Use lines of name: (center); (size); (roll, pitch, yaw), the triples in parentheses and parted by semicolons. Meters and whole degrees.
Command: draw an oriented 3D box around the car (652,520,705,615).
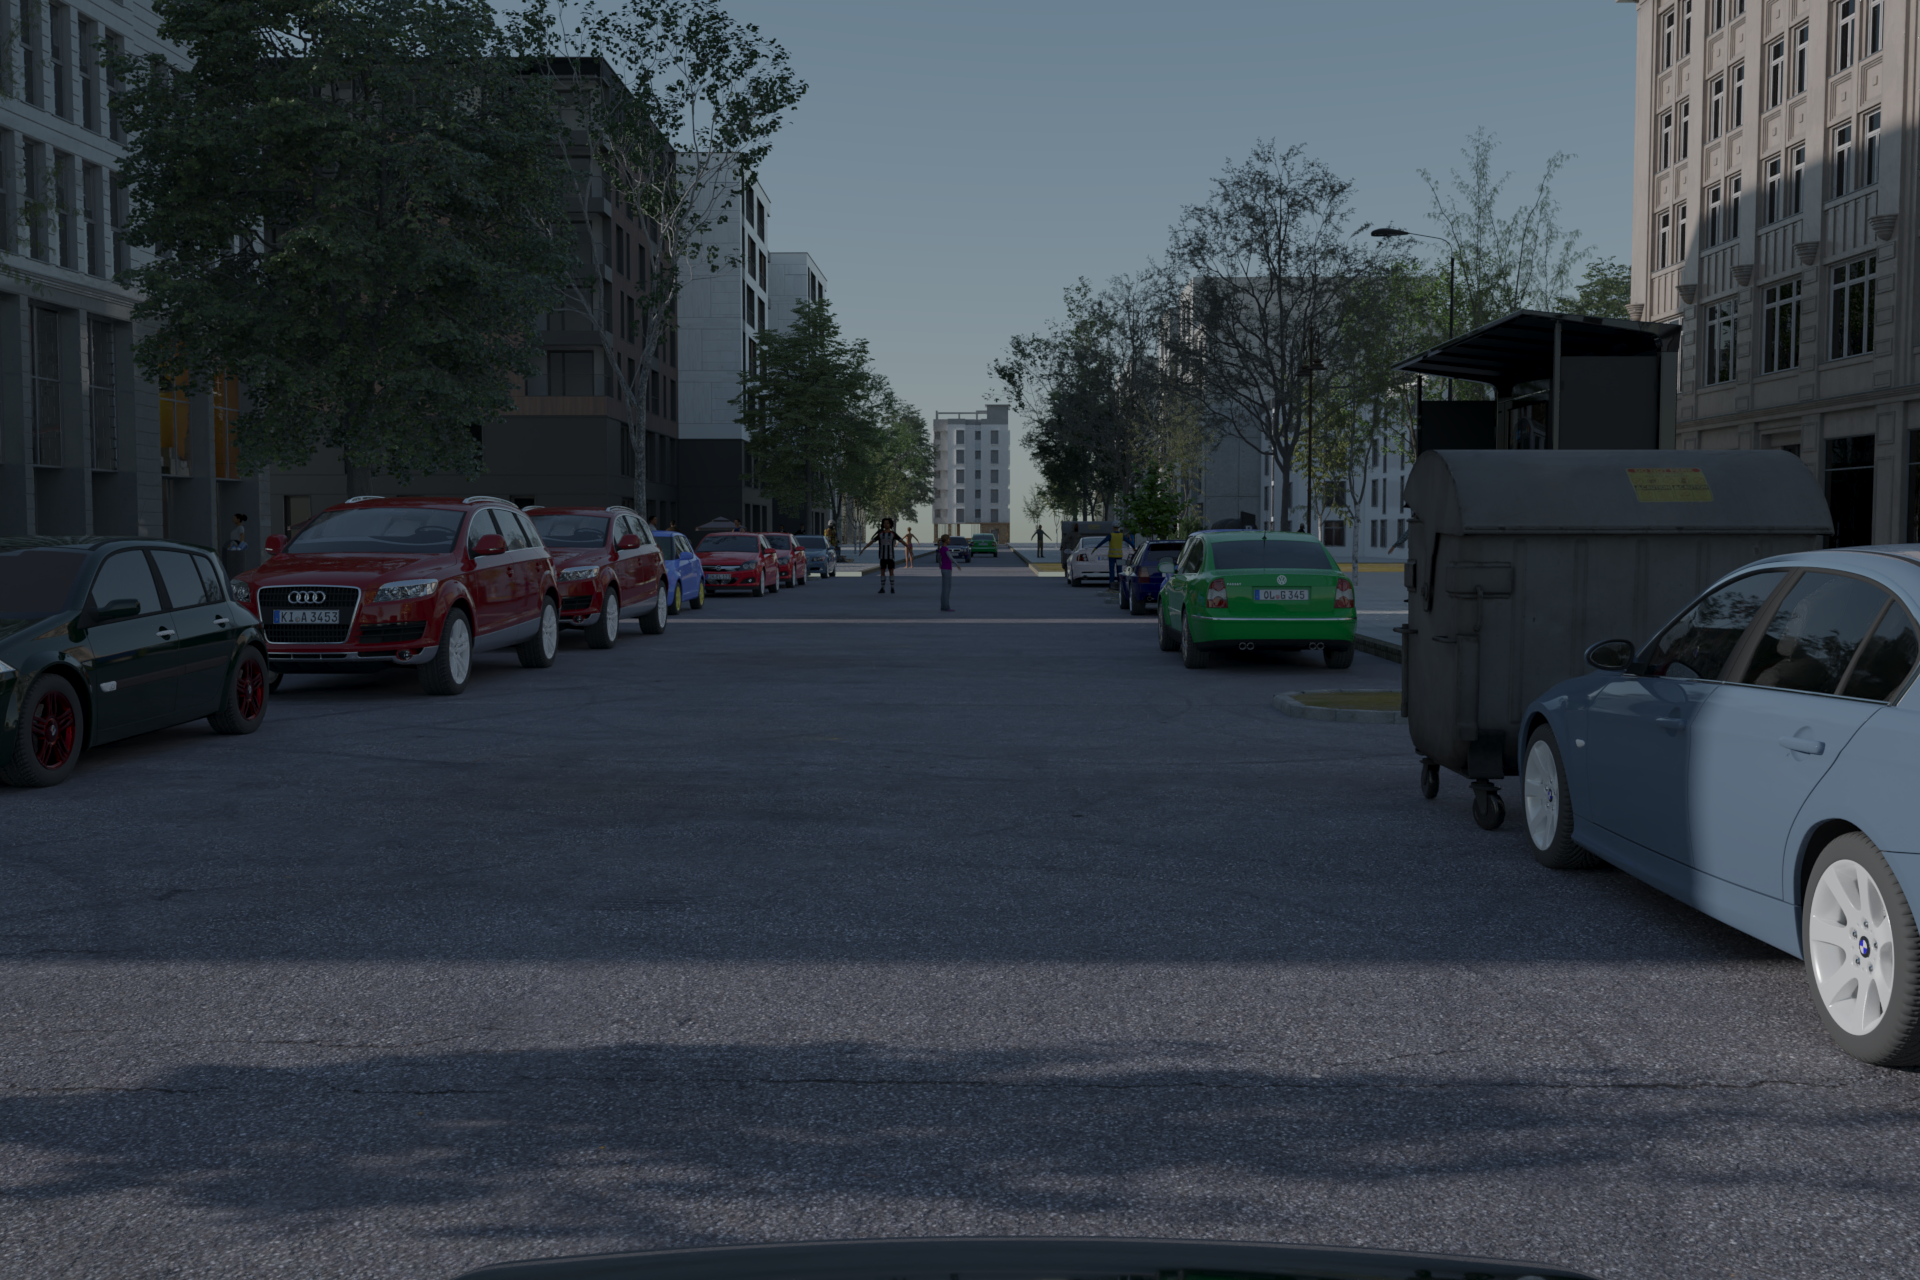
car: (-5.781, -1.356, 31.769); (1.945, 1.707, 3.694); (0, 4, 1)

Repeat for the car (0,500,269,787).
car: (-5.951, -0.077, 11.044); (2.009, 1.686, 4.222); (0, 4, 1)

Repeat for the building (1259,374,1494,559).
building: (23.637, -9.543, 98.174); (9.099, 9.664, 28.070); (0, 4, 1)

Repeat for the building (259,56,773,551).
building: (-25.672, -15.101, 90.877); (27.936, 21.610, 32.646); (0, 4, 0)

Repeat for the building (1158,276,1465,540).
building: (24.524, -15.976, 127.668); (16.747, 18.905, 31.486); (0, 4, 1)

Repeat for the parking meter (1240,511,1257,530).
parking meter: (7.327, -2.342, 44.009); (0.399, 1.863, 0.255); (0, 4, 1)

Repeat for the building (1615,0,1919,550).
building: (28.279, -14.552, 49.954); (10.469, 25.551, 25.511); (0, 4, 1)

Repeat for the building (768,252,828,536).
building: (-25.040, -17.129, 124.027); (27.936, 21.610, 32.646); (0, 4, 1)

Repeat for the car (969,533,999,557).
car: (1.453, -6.076, 108.139); (1.959, 1.807, 4.718); (0, 4, 1)

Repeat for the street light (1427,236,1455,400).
street light: (8.017, -3.295, 26.418); (1.470, 5.913, 1.316); (0, 4, 1)

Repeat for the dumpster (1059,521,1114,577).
dumpster: (4.236, -3.000, 57.264); (1.865, 1.857, 1.264); (0, 4, 1)

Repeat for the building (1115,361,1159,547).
building: (25.673, -19.289, 181.839); (16.747, 18.905, 31.486); (0, 4, 1)

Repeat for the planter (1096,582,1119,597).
planter: (4.191, -1.172, 40.303); (1.991, 0.319, 1.994); (0, 4, 0)

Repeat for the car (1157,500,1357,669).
car: (3.299, -0.673, 19.794); (1.959, 1.807, 4.718); (0, 4, 1)

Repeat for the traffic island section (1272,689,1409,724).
traffic island section: (3.593, 0.539, 14.056); (1.991, 0.108, 1.994); (0, 4, 1)

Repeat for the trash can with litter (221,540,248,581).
trash can with litter: (-9.176, -0.704, 22.571); (1.678, 1.210, 2.233); (0, 4, 2)

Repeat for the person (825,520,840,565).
person: (-5.184, -3.949, 70.330); (0.705, 1.858, 1.354); (1, 4, 14)

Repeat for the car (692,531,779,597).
car: (-5.348, -1.942, 40.791); (2.155, 1.783, 4.494); (0, 4, 1)

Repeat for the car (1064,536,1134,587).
car: (3.966, -2.196, 48.261); (2.083, 1.381, 4.827); (0, 4, 1)

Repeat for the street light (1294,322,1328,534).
street light: (7.669, -3.986, 37.963); (0.468, 5.910, 1.993); (0, 4, 1)

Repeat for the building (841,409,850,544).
building: (-23.684, -23.223, 210.628); (19.493, 23.208, 18.063); (0, 4, 0)

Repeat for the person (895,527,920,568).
person: (-2.190, -3.903, 73.072); (1.217, 1.733, 0.721); (-2, 4, -35)

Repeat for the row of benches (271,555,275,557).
row of benches: (-27.216, -3.008, 64.650); (4.104, 0.672, 1.422); (0, 4, -8)

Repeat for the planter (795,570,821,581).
planter: (-5.340, -1.993, 53.719); (1.991, 0.319, 1.994); (0, 4, 1)

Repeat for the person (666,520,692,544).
person: (-10.904, -3.659, 65.955); (1.346, 1.812, 0.704); (0, 4, 6)

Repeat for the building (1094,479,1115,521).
building: (26.277, -23.275, 211.476); (19.493, 23.208, 18.063); (0, 4, 1)

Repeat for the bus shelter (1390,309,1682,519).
bus shelter: (6.795, -1.829, 21.191); (1.731, 3.624, 6.357); (0, 4, 1)

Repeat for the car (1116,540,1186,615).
car: (3.883, -1.179, 31.849); (1.945, 1.354, 3.894); (0, 4, 1)

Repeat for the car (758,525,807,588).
car: (-5.253, -2.339, 47.282); (2.155, 1.783, 4.494); (0, 4, 1)

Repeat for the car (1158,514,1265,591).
car: (3.824, -0.916, 24.566); (1.945, 1.707, 3.694); (0, 4, 0)

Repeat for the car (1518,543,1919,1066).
car: (3.318, 0.371, 5.933); (2.014, 1.417, 4.499); (0, 4, 2)

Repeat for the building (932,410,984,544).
building: (-3.777, -24.358, 257.126); (11.380, 20.090, 16.016); (1, 4, 11)

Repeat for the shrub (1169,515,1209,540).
shrub: (8.915, -3.873, 67.368); (1.661, 2.075, 1.752); (0, 3, 0)

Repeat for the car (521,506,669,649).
car: (-5.293, -0.894, 23.297); (2.281, 1.827, 5.304); (0, 4, 2)

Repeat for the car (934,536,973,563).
car: (-0.322, -4.592, 87.663); (1.945, 1.354, 3.894); (0, 4, 1)

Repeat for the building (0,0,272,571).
building: (-29.136, -16.260, 43.345); (11.434, 29.767, 29.804); (0, 4, 2)

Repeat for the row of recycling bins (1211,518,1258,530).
row of recycling bins: (7.229, -2.380, 46.032); (1.069, 1.692, 3.534); (0, 4, 1)

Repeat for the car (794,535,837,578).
car: (-5.097, -2.778, 57.427); (2.014, 1.417, 4.499); (0, 4, 1)

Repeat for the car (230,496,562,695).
car: (-5.423, -0.514, 17.083); (2.281, 1.827, 5.304); (0, 4, 1)

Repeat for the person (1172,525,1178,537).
person: (9.560, -4.325, 76.898); (1.347, 1.806, 0.705); (2, 4, 24)

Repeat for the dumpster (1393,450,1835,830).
dumpster: (3.254, -0.038, 8.838); (1.865, 1.857, 1.264); (0, 4, 0)

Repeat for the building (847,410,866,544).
building: (-22.636, -24.453, 230.735); (19.493, 23.208, 18.063); (0, 4, 2)

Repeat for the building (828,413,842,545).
building: (-22.069, -19.338, 182.638); (16.747, 18.905, 31.486); (0, 4, 1)
